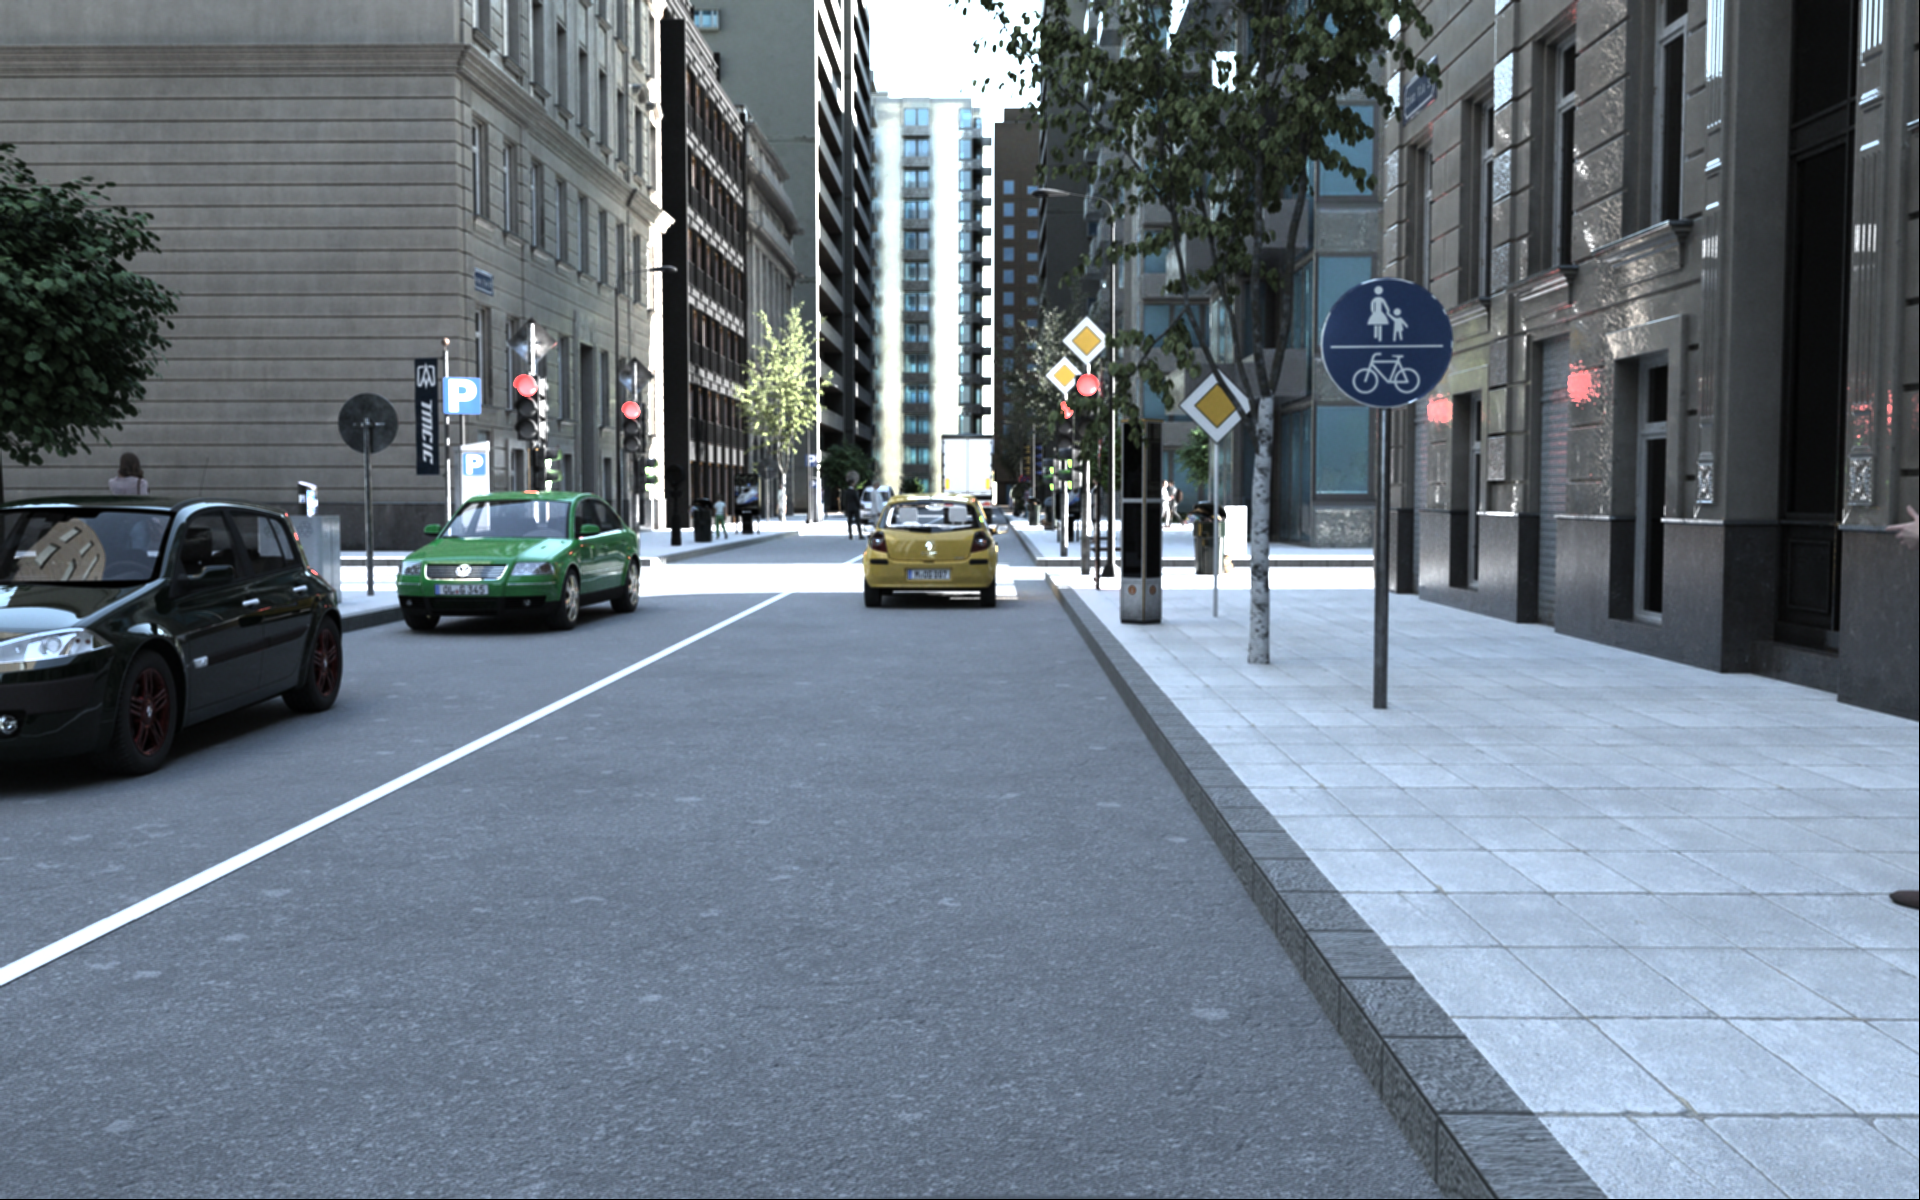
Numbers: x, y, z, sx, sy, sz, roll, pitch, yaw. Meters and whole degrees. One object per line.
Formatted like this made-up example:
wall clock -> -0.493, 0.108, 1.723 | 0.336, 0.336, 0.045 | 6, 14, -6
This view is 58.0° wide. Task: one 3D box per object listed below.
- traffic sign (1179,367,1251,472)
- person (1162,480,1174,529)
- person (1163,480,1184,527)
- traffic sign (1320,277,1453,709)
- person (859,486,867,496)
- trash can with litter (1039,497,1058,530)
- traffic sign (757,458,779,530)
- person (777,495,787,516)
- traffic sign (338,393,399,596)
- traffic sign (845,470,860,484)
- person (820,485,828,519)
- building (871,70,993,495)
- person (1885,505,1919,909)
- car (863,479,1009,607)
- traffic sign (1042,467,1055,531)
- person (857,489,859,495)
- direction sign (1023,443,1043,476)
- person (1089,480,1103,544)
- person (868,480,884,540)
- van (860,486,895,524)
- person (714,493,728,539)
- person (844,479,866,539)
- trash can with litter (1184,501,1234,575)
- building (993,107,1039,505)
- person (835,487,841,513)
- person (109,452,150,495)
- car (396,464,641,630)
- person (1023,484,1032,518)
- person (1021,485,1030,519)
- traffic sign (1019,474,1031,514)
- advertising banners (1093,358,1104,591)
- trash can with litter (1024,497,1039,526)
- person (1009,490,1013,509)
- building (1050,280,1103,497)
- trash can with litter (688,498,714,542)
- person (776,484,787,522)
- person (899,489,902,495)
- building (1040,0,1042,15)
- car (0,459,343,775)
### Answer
traffic sign -> 2.685, -1.117, 18.002 | 0.795, 2.593, 0.064 | 0, 4, 5
person -> 7.653, -3.553, 64.339 | 0.583, 1.804, 0.606 | 1, 4, 20
person -> 8.251, -3.725, 66.908 | 0.822, 1.834, 0.622 | 1, 4, 21
traffic sign -> 2.518, -0.624, 10.301 | 0.768, 2.556, 0.104 | 0, 4, 7
person -> -6.829, -7.316, 125.292 | 1.348, 1.869, 0.705 | 0, 4, -6
trash can with litter -> 3.294, -3.099, 62.056 | 0.624, 1.170, 1.055 | 1, 4, 9
traffic sign -> -6.779, -3.729, 61.071 | 0.768, 2.556, 0.104 | 0, 4, 8
person -> -7.289, -3.683, 70.943 | 0.352, 1.250, 0.332 | -2, 4, -25
traffic sign -> -7.456, -1.329, 21.831 | 0.768, 2.556, 0.104 | 0, 4, 2
traffic sign -> -5.798, -5.709, 93.448 | 0.768, 2.556, 0.104 | 0, 4, 2
person -> -7.133, -5.095, 89.938 | 0.643, 1.750, 0.593 | -1, 4, -10
building -> -11.328, -36.006, 208.305 | 30.456, 49.044, 23.786 | 0, 4, 1
person -> 3.194, 0.055, 5.337 | 0.606, 1.804, 0.583 | -2, 4, -35
car -> -0.347, -0.806, 23.404 | 2.015, 1.641, 3.980 | 0, 4, 1
traffic sign -> 3.261, -3.692, 60.463 | 0.768, 2.556, 0.104 | 0, 4, 5
person -> -7.917, -7.660, 131.956 | 0.621, 1.740, 0.551 | 0, 4, 3
direction sign -> 3.228, -5.182, 76.725 | 0.876, 3.537, 0.379 | 1, 4, 18
person -> 3.438, -2.368, 45.028 | 0.573, 1.790, 0.520 | -3, 5, -39
person -> -2.434, -2.519, 49.572 | 0.514, 1.842, 0.818 | 3, 5, 42
van -> -4.032, -4.730, 84.348 | 2.013, 2.044, 4.112 | 0, 4, 2
person -> -6.802, -2.379, 49.193 | 0.306, 1.304, 0.590 | -2, 4, -35
person -> -3.365, -2.885, 55.039 | 0.648, 1.900, 0.474 | 2, 4, 27
trash can with litter -> 4.017, -1.000, 27.736 | 0.624, 1.170, 1.055 | 2, 4, 24
building -> 11.020, -33.868, 203.854 | 14.200, 45.320, 14.600 | 0, 4, 1
person -> -8.080, -6.667, 114.687 | 0.705, 1.869, 1.348 | -1, 4, -11
person -> -9.281, -0.784, 19.454 | 0.593, 1.750, 0.643 | 0, 4, 4
car -> -4.894, -0.665, 19.672 | 1.959, 1.807, 4.718 | 0, 4, 3
person -> 3.668, -5.080, 89.224 | 0.853, 1.813, 0.709 | -1, 4, -13
person -> 3.447, -4.980, 88.297 | 0.643, 1.720, 0.563 | 0, 4, 4
traffic sign -> 4.070, -6.651, 108.842 | 0.768, 2.556, 0.104 | 1, 4, 8
advertising banners -> 1.870, -1.665, 23.406 | 0.090, 3.025, 2.074 | 0, 4, 3
trash can with litter -> 3.125, -3.564, 69.658 | 1.055, 1.170, 0.624 | -3, 5, -40
person -> 4.344, -8.499, 145.662 | 0.551, 1.740, 0.621 | 2, 4, 31
building -> 22.964, -26.582, 126.500 | 32.217, 40.220, 23.993 | 0, 4, 1
trash can with litter -> -6.938, -2.150, 46.535 | 0.624, 1.170, 1.055 | 0, 4, -3
person -> -8.361, -4.540, 80.758 | 0.515, 1.767, 0.782 | 1, 4, 17
person -> -6.189, -10.714, 181.199 | 0.705, 1.826, 1.348 | 0, 4, 4
building -> 17.769, -32.151, 149.368 | 21.300, 48.544, 21.600 | 0, 4, 1
car -> -5.002, -0.016, 10.049 | 2.009, 1.686, 4.222 | 0, 4, -1
